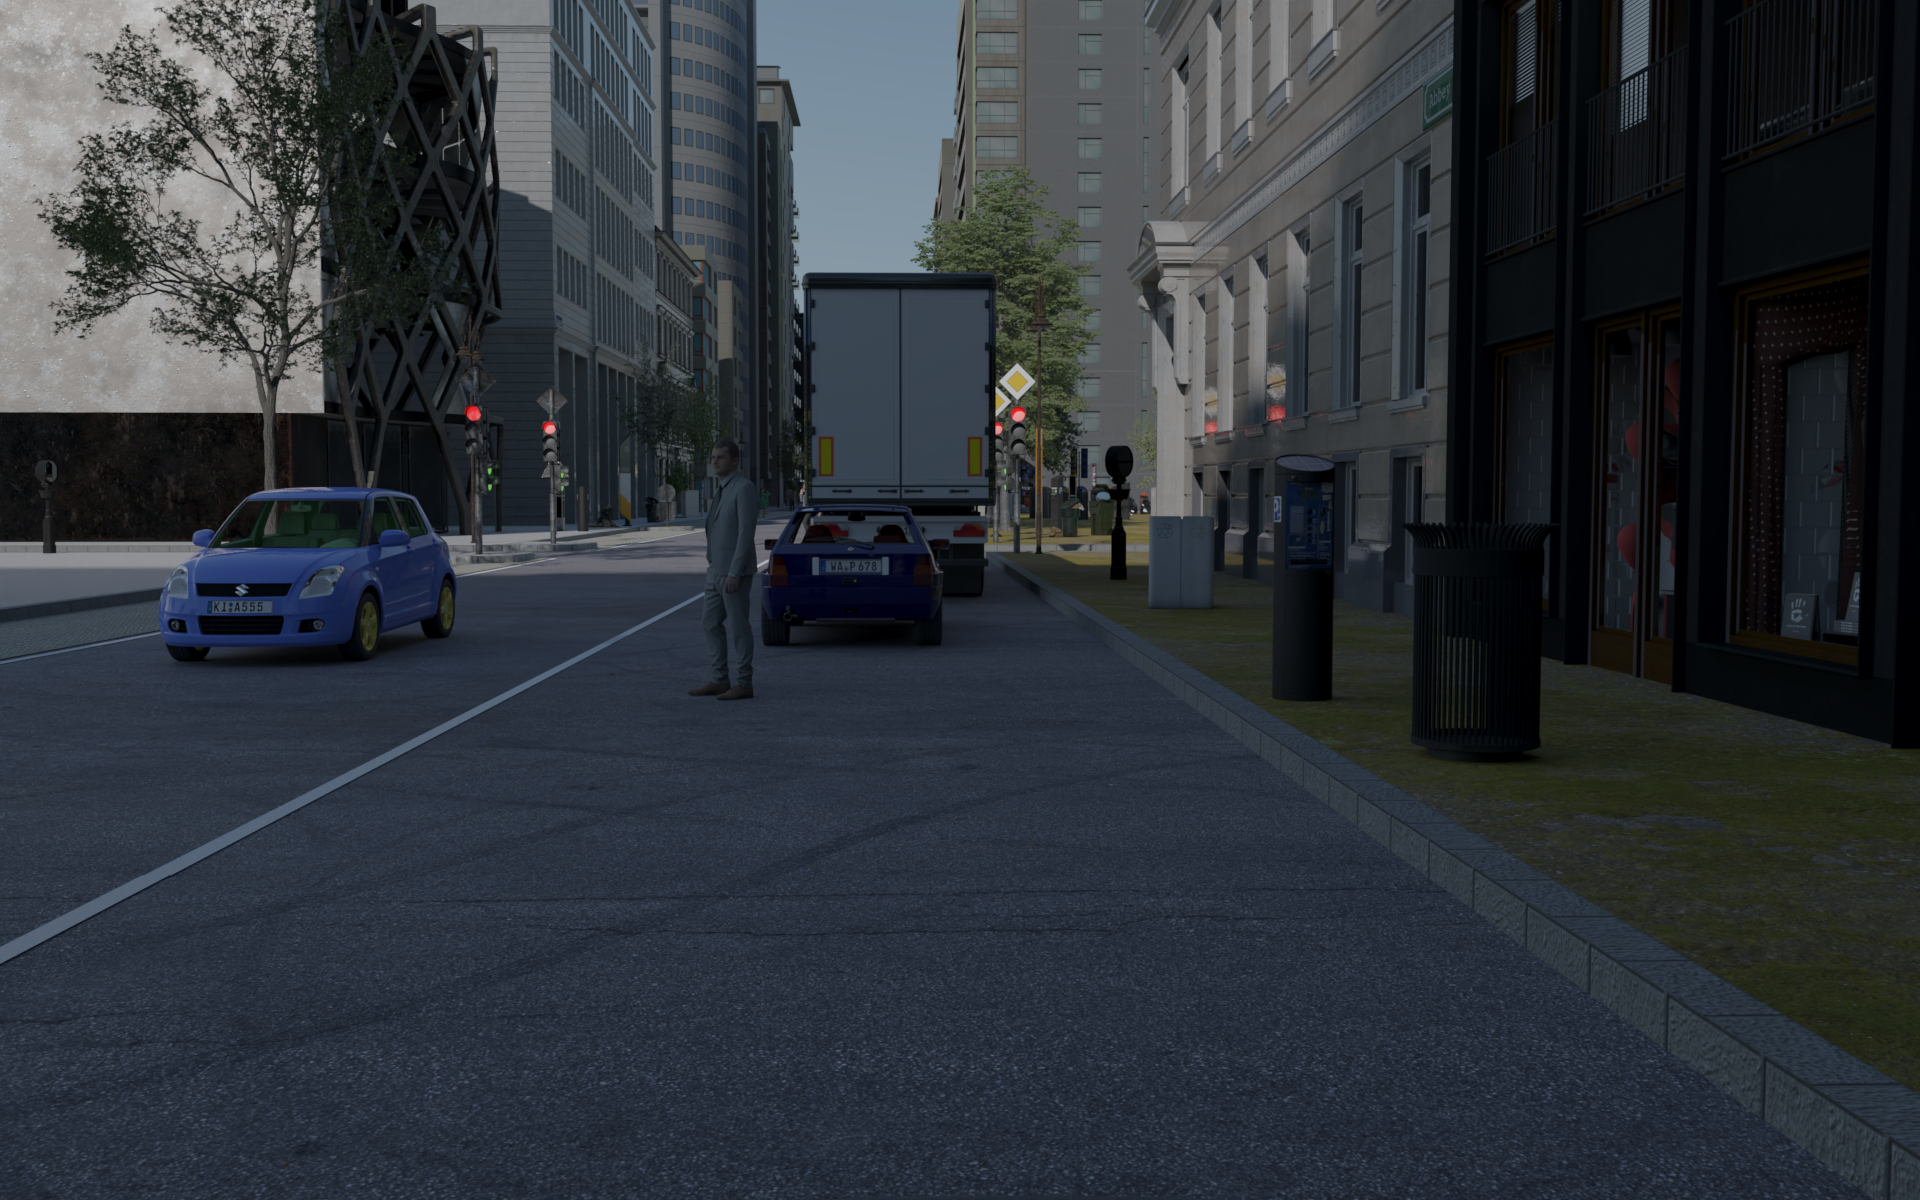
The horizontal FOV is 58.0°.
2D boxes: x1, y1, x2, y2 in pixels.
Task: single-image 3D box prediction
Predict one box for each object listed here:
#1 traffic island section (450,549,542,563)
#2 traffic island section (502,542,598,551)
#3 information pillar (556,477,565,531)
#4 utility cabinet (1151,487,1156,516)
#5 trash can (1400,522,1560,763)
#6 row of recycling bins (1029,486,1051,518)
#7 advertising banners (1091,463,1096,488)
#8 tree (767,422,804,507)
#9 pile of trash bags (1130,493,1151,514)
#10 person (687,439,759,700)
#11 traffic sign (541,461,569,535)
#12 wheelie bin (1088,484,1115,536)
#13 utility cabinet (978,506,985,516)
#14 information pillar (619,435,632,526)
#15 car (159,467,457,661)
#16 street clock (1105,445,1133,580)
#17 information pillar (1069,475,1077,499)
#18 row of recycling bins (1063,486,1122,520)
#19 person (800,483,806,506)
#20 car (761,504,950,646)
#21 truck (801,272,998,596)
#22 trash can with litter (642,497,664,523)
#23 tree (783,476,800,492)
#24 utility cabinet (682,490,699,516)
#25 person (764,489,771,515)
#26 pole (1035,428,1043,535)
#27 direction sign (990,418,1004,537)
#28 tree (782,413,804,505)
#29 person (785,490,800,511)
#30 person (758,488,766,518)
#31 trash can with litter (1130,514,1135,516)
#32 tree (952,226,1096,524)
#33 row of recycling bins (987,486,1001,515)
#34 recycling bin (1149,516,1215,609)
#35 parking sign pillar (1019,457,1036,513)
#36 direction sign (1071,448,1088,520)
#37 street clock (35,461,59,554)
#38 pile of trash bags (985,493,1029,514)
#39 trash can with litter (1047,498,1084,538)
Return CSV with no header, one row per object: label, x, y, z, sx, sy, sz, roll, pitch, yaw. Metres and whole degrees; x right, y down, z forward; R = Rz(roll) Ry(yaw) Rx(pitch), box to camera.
traffic island section,-10.285,-0.899,36.977,2.009,0.180,2.903,0,4,-2
traffic island section,-10.574,-1.387,44.957,2.009,0.180,2.903,0,4,-2
information pillar,-13.965,-3.418,60.370,0.304,2.012,0.304,0,4,2
utility cabinet,6.449,-2.785,54.216,0.318,1.500,1.173,-2,4,-32
trash can,2.524,0.195,8.458,0.748,1.137,0.748,0,3,0
row of recycling bins,4.418,-5.270,93.279,1.069,1.692,3.534,1,4,12
advertising banners,8.042,-6.262,98.578,0.090,3.025,2.074,3,5,39
tree,-17.597,-13.825,176.404,4.360,8.622,3.978,0,3,0
pile of trash bags,11.535,-6.188,110.918,1.912,1.369,3.447,1,4,15
person,-1.610,-0.217,12.146,0.391,1.810,0.635,-2,4,-35
traffic sign,-12.747,-3.336,54.554,0.884,2.594,0.081,0,4,-2
wheelie bin,4.397,-2.799,53.677,0.693,1.594,0.980,-2,4,-29
utility cabinet,0.842,-5.551,99.443,1.173,1.500,0.318,-2,4,-31
information pillar,-13.316,-4.742,68.885,0.504,3.616,0.183,-3,5,-44
car,-5.927,-0.391,15.988,1.945,1.707,3.694,0,4,-1
street clock,2.376,-1.304,25.897,0.358,2.002,0.471,2,4,35
information pillar,4.329,-3.801,66.636,0.304,2.012,0.304,0,4,2
row of recycling bins,6.448,-4.868,86.703,3.534,1.692,1.069,0,4,1
person,-4.717,-2.732,53.349,0.473,1.802,0.592,0,4,-1
car,-1.064,-0.315,17.735,1.945,1.354,3.894,0,4,-2
truck,-0.931,-2.363,27.544,2.839,4.237,11.283,0,4,-2
trash can with litter,-13.744,-4.055,77.691,0.624,1.170,1.055,1,4,19
tree,-18.051,-11.579,183.915,1.663,3.219,1.824,0,3,0
utility cabinet,-15.630,-5.605,100.318,0.318,1.500,1.173,2,4,31
person,-13.320,-6.722,118.650,0.600,1.795,0.529,2,4,25
pole,2.455,-3.667,53.798,0.158,3.312,0.155,0,3,0
direction sign,1.089,-3.663,51.888,0.379,3.537,0.876,-2,4,-26
tree,-18.419,-16.083,197.362,8.767,10.594,7.601,0,4,-3
person,-13.763,-8.138,142.281,1.217,1.743,0.721,0,4,-4
person,-11.805,-5.774,103.151,0.529,1.795,0.600,1,4,14
trash can with litter,9.151,-5.511,101.158,2.233,1.210,1.678,0,4,1
tree,1.344,-9.601,73.987,9.611,12.733,9.660,0,3,0
row of recycling bins,1.815,-4.776,85.205,1.069,1.692,3.534,0,4,1
recycling bin,2.511,-0.433,19.626,0.722,1.027,0.722,0,4,8
parking sign pillar,4.413,-7.847,116.771,1.447,3.967,1.447,1,4,20
direction sign,5.892,-5.729,85.664,0.876,3.537,0.379,1,4,19
street clock,-19.693,-2.008,37.405,0.358,2.002,0.471,0,4,8
pile of trash bags,3.201,-6.387,114.176,3.447,1.369,1.912,1,4,23
trash can with litter,3.113,-2.440,51.276,1.055,1.170,0.624,-3,4,-39
